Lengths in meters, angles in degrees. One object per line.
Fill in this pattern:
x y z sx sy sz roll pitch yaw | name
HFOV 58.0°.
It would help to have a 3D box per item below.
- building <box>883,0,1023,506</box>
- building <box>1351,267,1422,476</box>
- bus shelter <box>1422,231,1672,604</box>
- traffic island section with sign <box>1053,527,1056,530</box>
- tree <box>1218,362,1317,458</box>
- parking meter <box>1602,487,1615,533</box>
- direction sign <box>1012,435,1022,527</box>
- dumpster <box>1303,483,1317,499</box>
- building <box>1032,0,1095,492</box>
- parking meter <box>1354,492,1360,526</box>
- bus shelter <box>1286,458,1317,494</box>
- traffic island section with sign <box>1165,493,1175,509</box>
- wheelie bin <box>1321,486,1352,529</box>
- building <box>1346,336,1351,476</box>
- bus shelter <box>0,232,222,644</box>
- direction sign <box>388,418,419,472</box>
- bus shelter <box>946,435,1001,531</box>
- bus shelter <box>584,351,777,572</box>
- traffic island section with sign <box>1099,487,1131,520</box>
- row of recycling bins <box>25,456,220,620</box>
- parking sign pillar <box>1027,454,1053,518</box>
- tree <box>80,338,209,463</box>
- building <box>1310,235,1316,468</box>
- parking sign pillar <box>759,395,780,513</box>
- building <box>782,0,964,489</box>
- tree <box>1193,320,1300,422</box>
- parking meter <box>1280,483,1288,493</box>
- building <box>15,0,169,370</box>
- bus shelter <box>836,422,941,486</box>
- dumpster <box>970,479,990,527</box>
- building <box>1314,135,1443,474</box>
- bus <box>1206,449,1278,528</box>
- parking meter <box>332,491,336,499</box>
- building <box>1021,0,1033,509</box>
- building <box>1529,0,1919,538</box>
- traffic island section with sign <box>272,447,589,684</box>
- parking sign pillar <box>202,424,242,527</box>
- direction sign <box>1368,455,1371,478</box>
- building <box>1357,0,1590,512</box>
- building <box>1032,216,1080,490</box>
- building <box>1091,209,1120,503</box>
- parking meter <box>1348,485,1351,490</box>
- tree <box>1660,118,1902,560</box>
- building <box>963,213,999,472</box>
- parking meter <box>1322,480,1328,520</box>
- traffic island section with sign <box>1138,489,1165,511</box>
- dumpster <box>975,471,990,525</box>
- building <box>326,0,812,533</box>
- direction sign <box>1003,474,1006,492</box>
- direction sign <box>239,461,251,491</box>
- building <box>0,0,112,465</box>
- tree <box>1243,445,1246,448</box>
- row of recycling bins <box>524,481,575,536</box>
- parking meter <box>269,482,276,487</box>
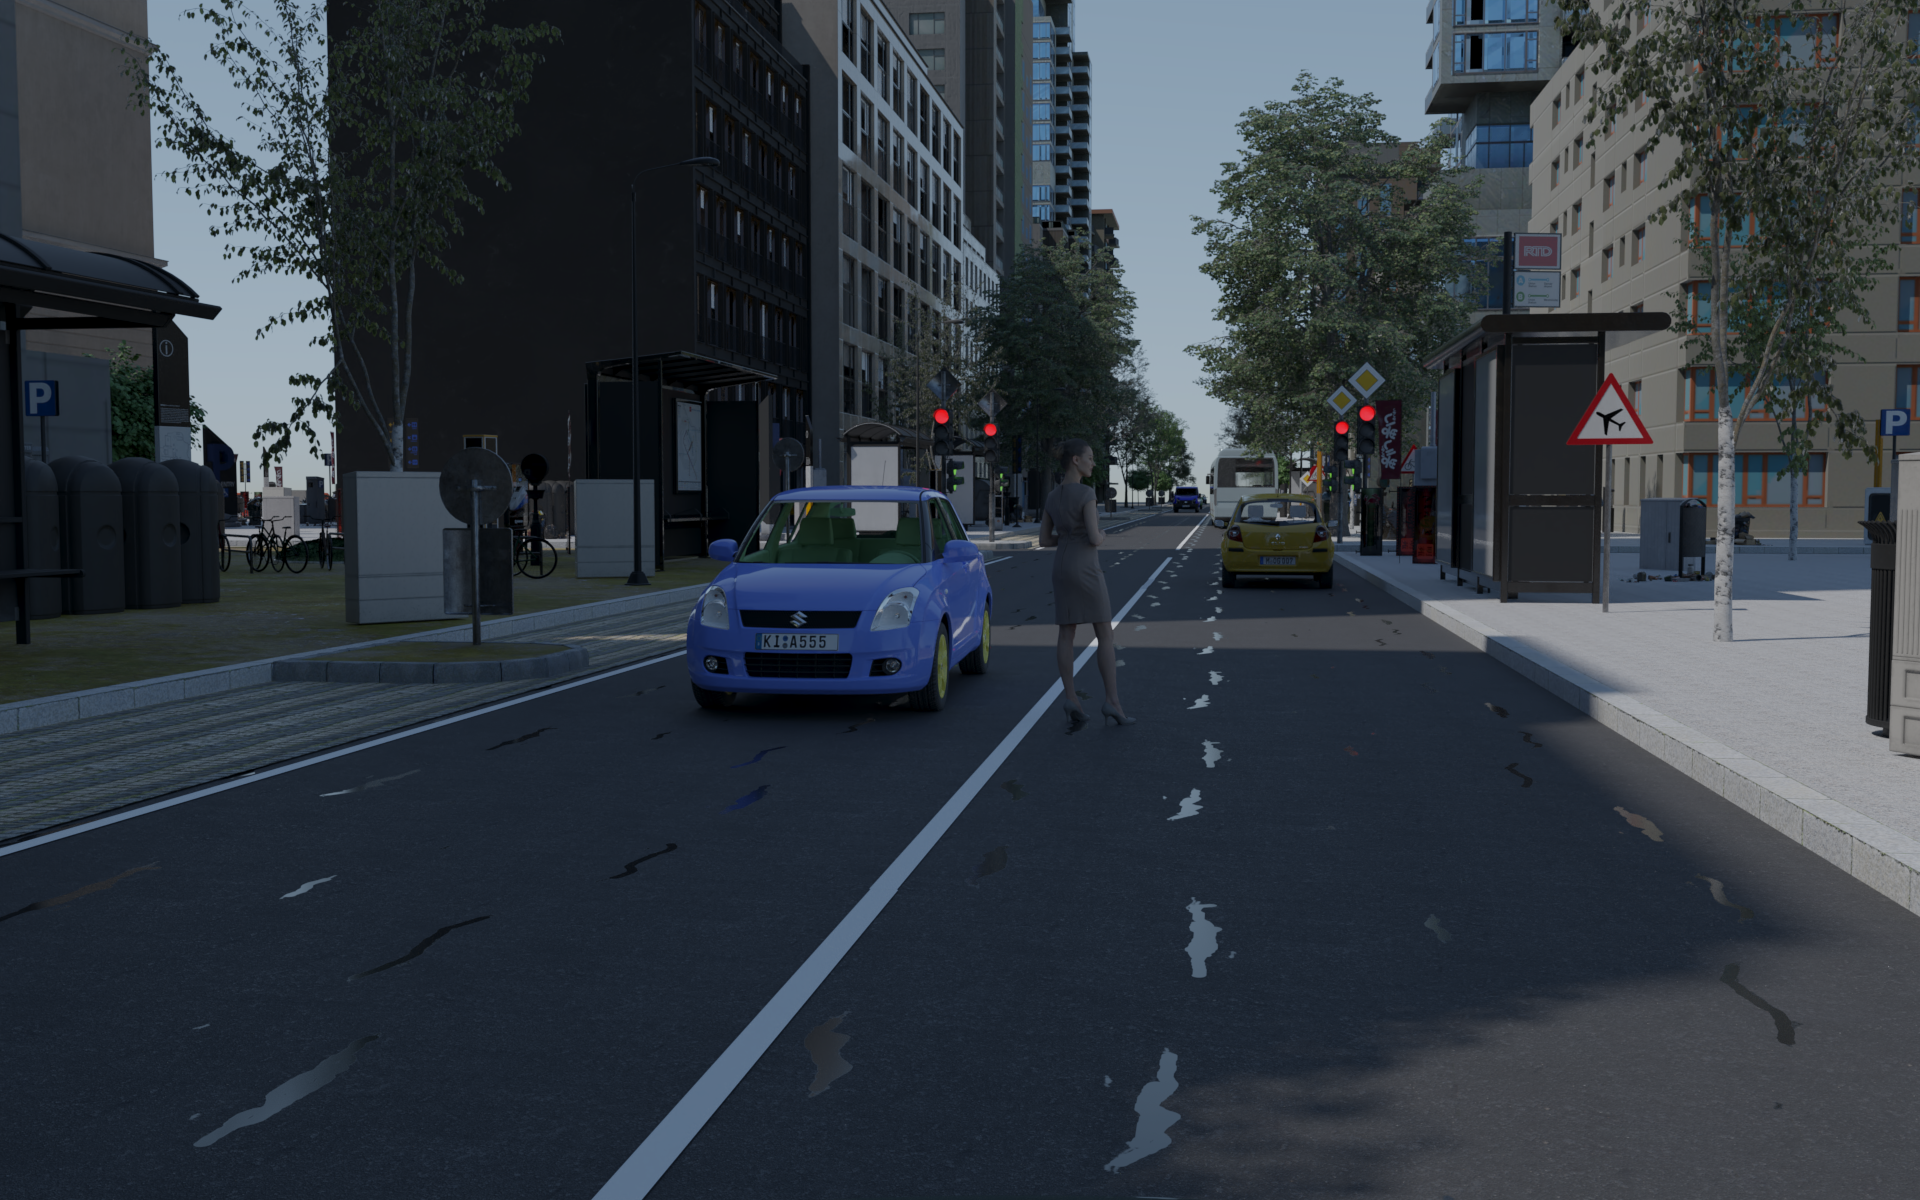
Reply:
-3.057 -27.306 130.048 14.154 41.232 14.086 1 4 9 | building
47.216 -18.068 140.450 27.650 21.520 28.899 1 4 9 | building
7.781 -2.856 24.321 2.179 5.291 8.768 1 4 9 | bus shelter
4.267 -3.673 68.688 1.989 1.847 2.006 1 4 9 | traffic island section with sign
27.126 -14.646 149.834 12.009 13.543 11.850 0 3 0 | tree
21.676 -3.027 57.899 0.372 1.533 0.369 0 3 0 | parking meter
2.193 -4.565 66.640 0.379 3.537 0.876 -1 4 -20 | direction sign
18.432 -5.142 89.831 1.264 1.857 1.865 1 4 9 | dumpster
7.255 -56.034 228.834 22.319 86.520 31.000 1 4 9 | building
15.888 -3.741 69.574 0.372 1.533 0.369 0 3 0 | parking meter
19.789 -6.454 99.439 2.014 3.302 5.546 1 4 9 | bus shelter
19.943 -9.923 170.864 1.989 1.847 2.006 1 4 9 | traffic island section with sign
11.728 -2.828 54.144 0.980 1.594 0.693 -1 4 -19 | wheelie bin
52.677 -19.802 168.797 27.650 21.520 28.899 1 4 9 | building
-7.680 -1.117 12.188 2.014 3.302 5.546 1 4 9 | bus shelter
-16.630 -3.658 51.799 0.876 3.537 0.379 0 4 -6 | direction sign
0.122 -4.199 62.573 2.014 3.302 5.546 1 4 9 | bus shelter
-4.951 -2.469 31.645 1.731 3.624 6.357 1 4 9 | bus shelter
8.393 -5.318 95.569 1.989 1.847 2.006 1 4 9 | traffic island section with sign
-9.445 -0.737 19.158 1.069 1.692 3.534 1 4 12 | row of recycling bins
4.262 -6.352 92.332 1.447 3.967 1.447 0 4 -5 | parking sign pillar
-17.630 -3.233 36.576 4.285 4.588 4.351 0 3 0 | tree
56.429 -34.244 243.489 14.154 41.232 14.086 1 4 9 | building
-5.534 -3.620 47.660 1.447 3.967 1.447 3 5 42 | parking sign pillar
-11.886 -17.406 89.104 19.350 26.468 34.151 1 4 9 | building
30.675 -19.956 182.164 12.611 20.169 13.585 0 3 0 | tree
17.620 -5.420 94.327 0.255 1.863 0.399 -2 4 -35 | parking meter
-43.729 -17.168 66.599 20.117 28.700 13.634 1 4 9 | building
-2.069 -3.512 51.352 2.014 3.302 5.546 1 4 9 | bus shelter
0.758 -3.831 68.401 1.264 1.857 1.865 1 4 9 | dumpster
51.643 -34.585 215.569 14.600 45.320 14.200 1 4 9 | building
12.421 -5.001 76.620 2.948 3.499 13.247 0 4 7 | bus
-43.881 -6.925 121.631 0.372 1.533 0.369 0 3 0 | parking meter
-1.614 -30.206 143.984 14.600 45.320 14.200 1 4 9 | building
37.532 -13.245 61.592 28.899 21.520 27.650 1 4 9 | building
-4.119 -0.327 13.973 1.989 1.847 2.006 1 4 9 | traffic island section with sign
-28.791 -4.829 67.420 1.447 3.967 1.447 1 4 22 | parking sign pillar
20.069 -5.715 85.434 0.379 3.537 0.876 0 4 -8 | direction sign
35.850 -48.117 99.376 22.319 86.520 31.000 1 4 9 | building
4.960 -25.125 182.493 14.160 30.474 14.107 1 4 9 | building
12.350 -37.011 259.759 22.147 44.769 28.867 1 4 9 | building
21.073 -5.405 94.079 0.255 1.863 0.399 1 4 20 | parking meter
15.898 -5.074 33.318 4.737 8.622 4.395 0 3 0 | tree
-3.648 -15.843 113.787 10.420 20.320 16.860 1 4 9 | building
14.790 -3.951 70.310 0.255 1.863 0.399 1 4 10 | parking meter
15.830 -8.286 144.110 1.989 1.847 2.006 1 4 9 | traffic island section with sign
0.757 -4.255 72.055 1.502 2.255 1.985 1 4 9 | dumpster
-13.325 -14.301 63.494 12.332 23.373 15.834 1 4 9 | building
3.111 -7.941 121.825 0.379 3.537 0.876 1 4 18 | direction sign
-48.552 -7.687 117.679 0.379 3.537 0.876 2 4 25 | direction sign
-27.214 -35.646 21.067 20.611 71.187 20.563 1 4 9 | building
39.062 -18.776 225.107 7.486 12.596 7.792 0 3 0 | tree
-12.501 -2.831 53.392 1.069 1.692 3.534 0 4 6 | row of recycling bins
-33.519 -4.817 84.461 0.255 1.863 0.399 -1 4 -12 | parking meter
